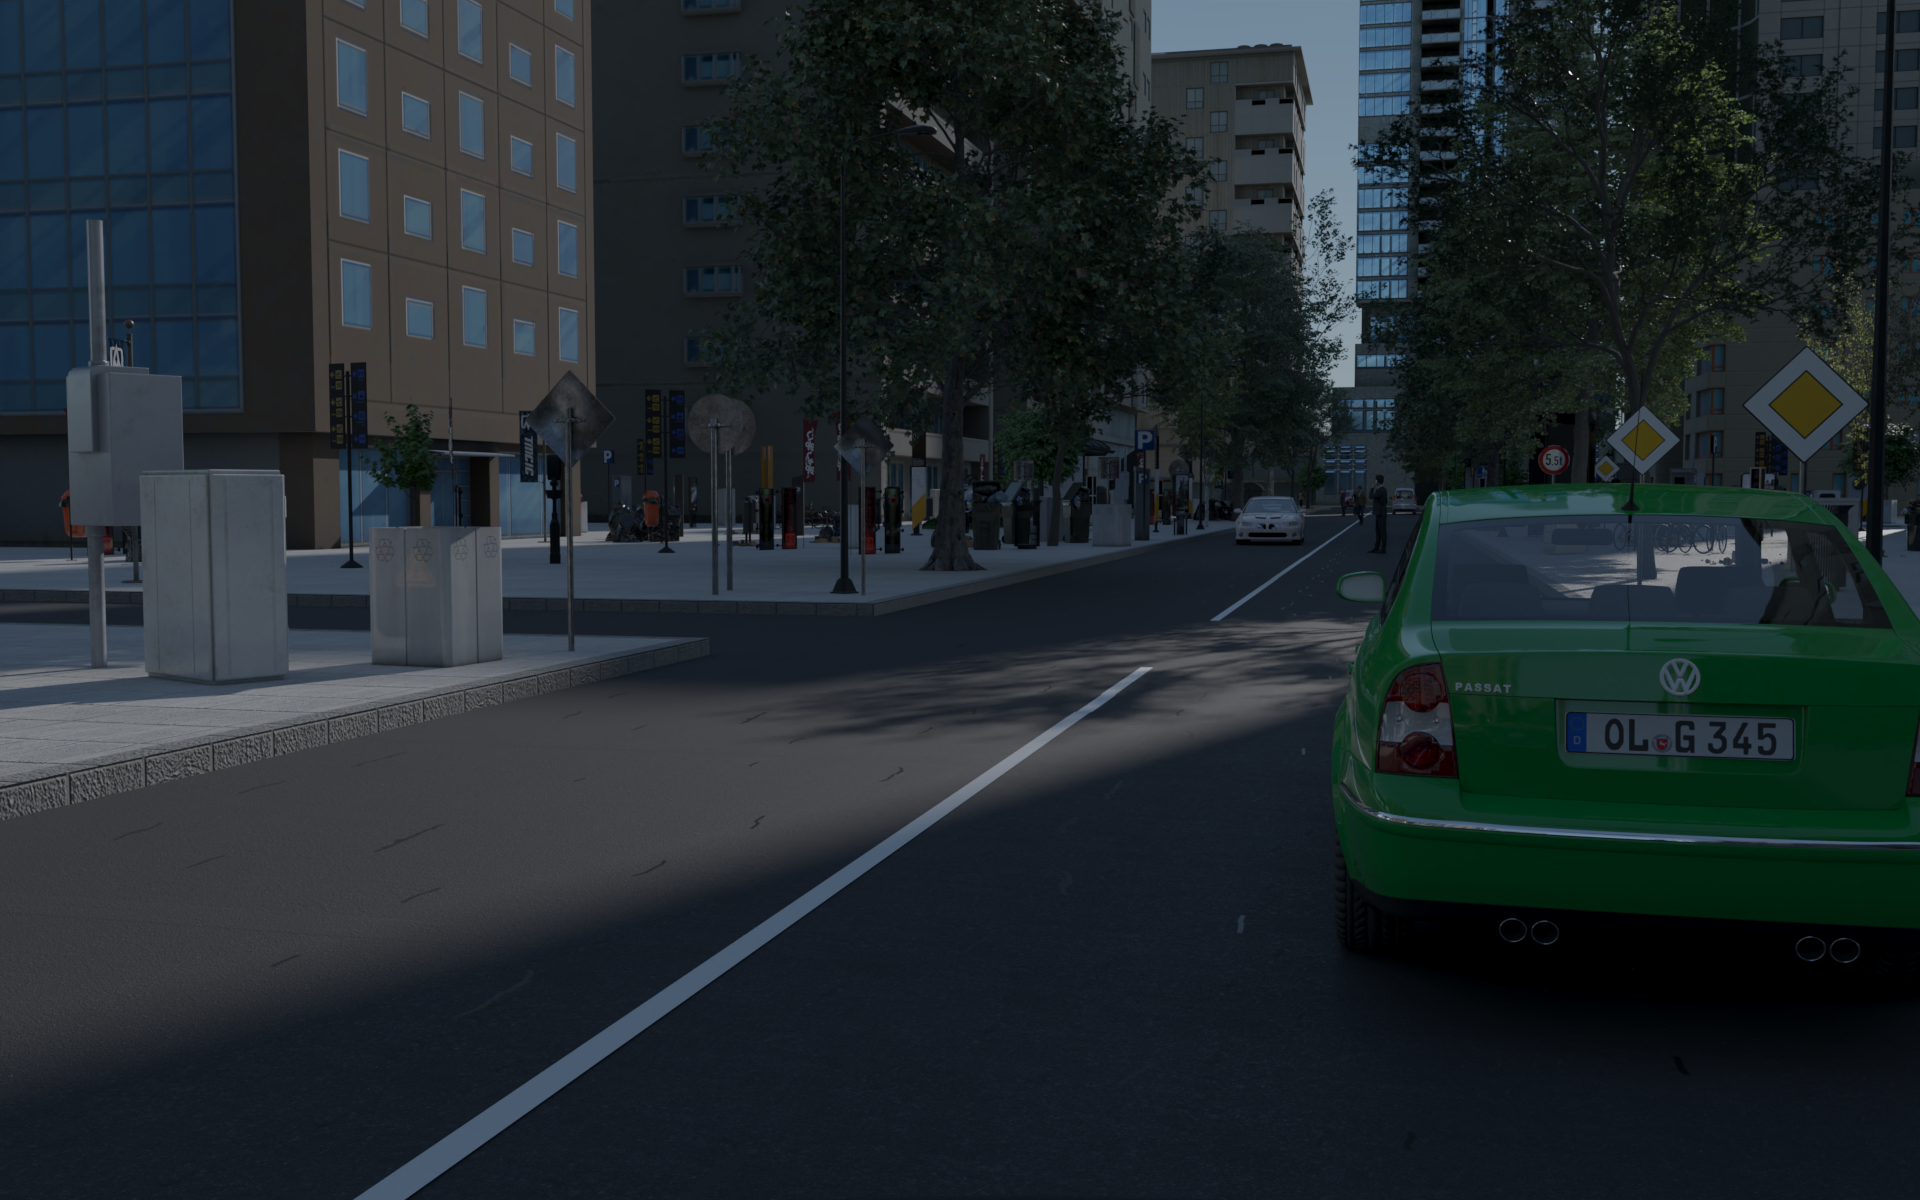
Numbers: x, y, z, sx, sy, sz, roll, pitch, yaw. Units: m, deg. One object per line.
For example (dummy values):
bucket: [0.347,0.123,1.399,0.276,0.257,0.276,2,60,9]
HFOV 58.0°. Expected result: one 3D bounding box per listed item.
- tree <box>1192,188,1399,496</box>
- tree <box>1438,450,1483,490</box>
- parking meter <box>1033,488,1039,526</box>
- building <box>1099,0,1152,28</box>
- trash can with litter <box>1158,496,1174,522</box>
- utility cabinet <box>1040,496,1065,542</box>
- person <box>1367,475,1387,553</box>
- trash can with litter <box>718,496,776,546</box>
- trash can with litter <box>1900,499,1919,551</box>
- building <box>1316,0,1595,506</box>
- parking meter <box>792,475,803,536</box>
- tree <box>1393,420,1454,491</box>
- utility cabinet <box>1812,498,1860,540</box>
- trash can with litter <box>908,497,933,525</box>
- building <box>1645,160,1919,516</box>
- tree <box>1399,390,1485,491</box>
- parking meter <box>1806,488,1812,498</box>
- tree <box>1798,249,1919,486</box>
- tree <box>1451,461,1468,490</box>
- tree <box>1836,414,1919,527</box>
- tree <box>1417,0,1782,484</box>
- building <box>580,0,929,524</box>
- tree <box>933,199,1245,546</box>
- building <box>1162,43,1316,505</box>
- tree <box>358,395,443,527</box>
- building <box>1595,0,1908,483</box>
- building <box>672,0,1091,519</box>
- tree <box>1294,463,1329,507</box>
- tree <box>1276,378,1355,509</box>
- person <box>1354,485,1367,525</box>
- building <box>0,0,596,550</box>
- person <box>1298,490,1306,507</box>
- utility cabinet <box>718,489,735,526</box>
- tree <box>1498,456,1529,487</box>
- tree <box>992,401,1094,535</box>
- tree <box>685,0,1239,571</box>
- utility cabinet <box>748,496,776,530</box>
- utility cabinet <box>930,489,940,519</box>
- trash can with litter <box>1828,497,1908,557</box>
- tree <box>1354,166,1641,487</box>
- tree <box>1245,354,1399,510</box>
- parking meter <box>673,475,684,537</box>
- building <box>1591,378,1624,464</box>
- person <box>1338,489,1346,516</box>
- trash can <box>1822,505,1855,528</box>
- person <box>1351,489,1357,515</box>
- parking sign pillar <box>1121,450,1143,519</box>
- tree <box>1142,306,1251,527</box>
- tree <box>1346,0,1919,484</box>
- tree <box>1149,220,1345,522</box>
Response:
tree: [20.353,-15.425,108.085,12.611,20.169,13.585,0,3,0]
tree: [32.224,-7.757,110.541,4.285,4.588,4.351,0,3,0]
parking meter: [3.168,-3.808,70.669,0.372,1.533,0.369,0,3,0]
building: [1.404,-34.117,147.046,27.495,52.752,28.713,1,4,14]
trash can with litter: [9.748,-4.231,80.226,1.678,1.210,2.233,2,4,33]
utility cabinet: [2.606,-2.187,46.916,0.306,1.237,1.020,3,5,44]
person: [10.100,-2.081,41.887,0.474,1.900,0.648,1,4,12]
trash can with litter: [-5.249,-1.966,43.207,1.678,1.210,2.233,-1,4,-17]
trash can with litter: [21.748,-1.680,38.863,1.055,1.170,0.624,0,4,4]
building: [56.735,-53.918,194.238,31.000,86.520,22.319,1,4,14]
parking meter: [-5.002,-2.909,53.273,0.399,1.863,0.255,0,4,1]
tree: [45.697,-15.776,164.591,9.857,13.997,8.962,0,3,0]
utility cabinet: [14.227,-1.064,28.558,1.020,1.237,0.306,1,4,13]
trash can with litter: [-1.011,-3.756,72.461,2.233,1.210,1.678,0,4,4]
building: [60.630,-16.304,111.604,27.650,21.520,28.899,1,4,14]
tree: [41.874,-14.627,149.516,12.009,13.543,11.850,0,3,0]
parking meter: [36.952,-4.106,75.544,0.372,1.533,0.369,0,3,0]
tree: [27.844,-6.288,53.169,4.360,8.622,3.978,0,3,0]
tree: [25.693,-5.730,88.281,1.663,3.219,1.824,0,3,0]
tree: [36.579,-5.188,68.534,4.285,4.588,4.351,0,3,0]
tree: [14.269,-7.353,38.342,7.486,12.596,7.792,0,3,0]
building: [-11.105,-28.213,84.988,21.300,48.544,21.600,1,4,14]
tree: [2.522,-6.590,42.164,7.601,10.594,8.767,3,5,44]
building: [29.330,-37.734,206.191,27.495,52.752,28.713,1,4,14]
tree: [-10.624,-2.403,33.894,1.663,3.219,1.824,0,3,0]
building: [62.373,-42.644,135.473,20.563,71.187,20.611,1,4,14]
building: [-3.919,-29.785,110.683,21.300,48.544,21.600,1,4,14]
tree: [33.765,-11.177,166.454,4.285,4.588,4.351,0,3,0]
tree: [30.622,-13.791,151.238,9.928,11.665,9.643,0,3,0]
person: [18.763,-4.450,81.164,0.656,1.842,0.836,1,4,21]
building: [-19.536,-24.245,46.510,14.600,45.320,14.200,1,4,14]
person: [34.362,-10.130,174.214,0.705,1.812,1.348,-2,4,-28]
utility cabinet: [-9.411,-3.729,69.654,0.318,1.500,1.173,1,4,15]
tree: [21.622,-4.489,67.990,1.663,3.219,1.824,0,3,0]
tree: [2.676,-4.391,55.503,4.285,4.588,4.351,0,3,0]
tree: [-0.031,-6.834,28.743,9.611,12.733,9.660,0,3,0]
utility cabinet: [-7.091,-3.102,61.881,1.020,1.237,0.306,2,4,26]
utility cabinet: [-0.886,-4.398,80.586,0.318,1.500,1.173,3,5,41]
trash can with litter: [18.335,-1.514,35.806,1.678,1.210,2.233,-3,5,-42]
tree: [18.586,-8.742,59.938,9.611,12.733,9.660,0,3,0]
tree: [26.738,-14.014,139.493,12.009,13.543,11.850,0,3,0]
parking meter: [-8.450,-2.830,51.987,0.255,1.863,0.399,-1,4,-16]
building: [86.951,-53.494,187.294,31.000,86.520,22.319,1,4,14]
person: [24.868,-6.354,112.830,0.568,1.767,0.683,-1,4,-19]
trash can: [11.436,-0.693,22.984,0.748,1.137,0.748,0,3,0]
person: [27.369,-6.758,119.507,1.217,1.766,0.721,-3,5,-41]
parking sign pillar: [9.069,-6.242,90.534,1.447,3.967,1.447,1,4,13]
tree: [9.366,-7.125,66.852,4.737,8.622,4.395,0,3,0]
tree: [10.426,-5.618,26.270,8.767,10.594,7.601,0,4,0]
tree: [13.103,-10.637,80.569,9.857,13.997,8.962,0,3,0]
